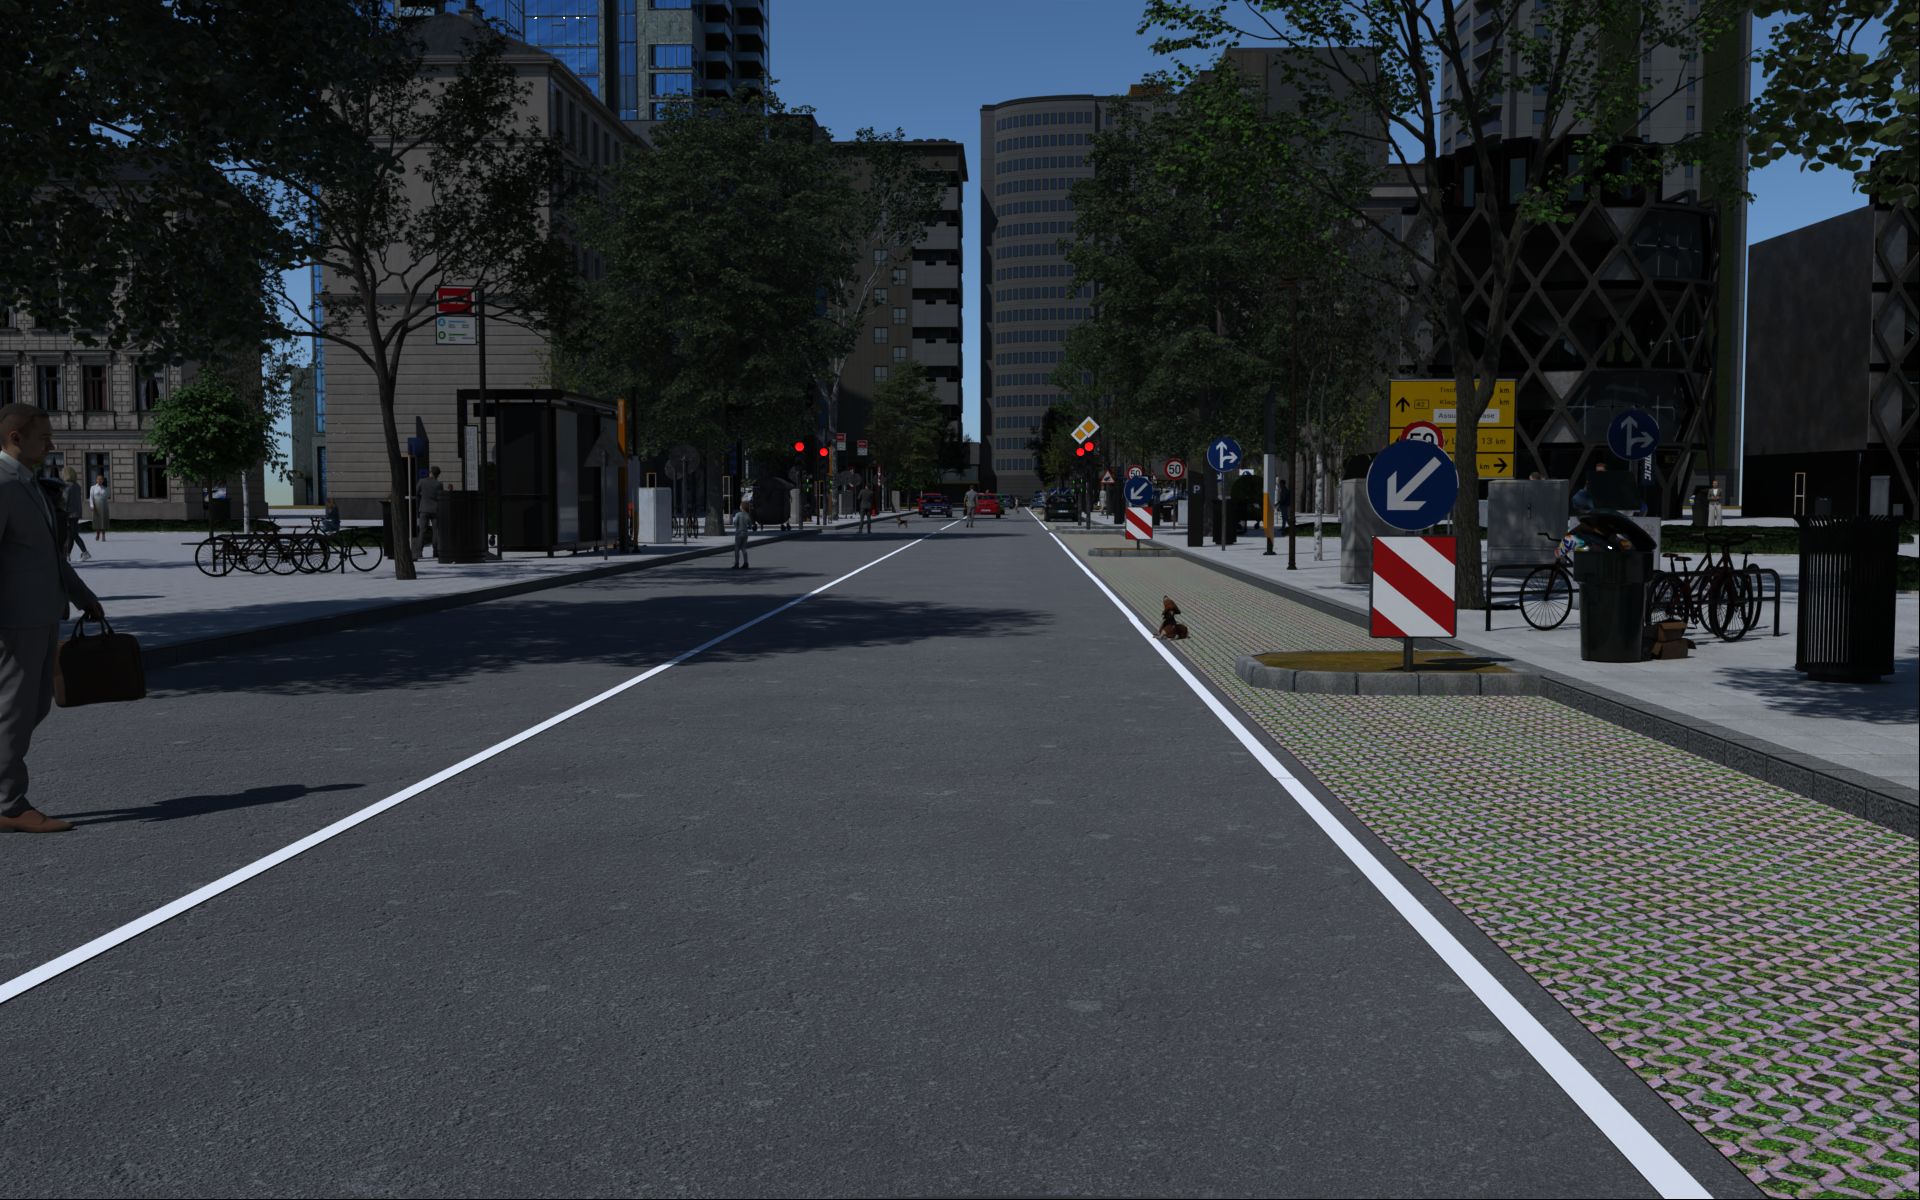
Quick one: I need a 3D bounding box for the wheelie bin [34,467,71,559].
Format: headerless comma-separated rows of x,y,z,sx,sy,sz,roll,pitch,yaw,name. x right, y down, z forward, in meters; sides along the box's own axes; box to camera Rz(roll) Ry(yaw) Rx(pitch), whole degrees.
-10.966,-0.776,20.591,0.693,1.594,0.980,-3,4,-38,wheelie bin

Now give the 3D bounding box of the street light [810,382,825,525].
-5.888,-6.054,71.777,0.468,5.910,1.993,0,4,2,street light

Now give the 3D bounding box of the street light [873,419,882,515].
-4.980,-8.030,104.073,0.468,5.910,1.993,0,4,2,street light

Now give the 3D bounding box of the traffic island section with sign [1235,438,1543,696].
3.154,-0.278,13.173,1.989,1.847,2.006,0,4,2,traffic island section with sign

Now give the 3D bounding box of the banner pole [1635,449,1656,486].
23.071,-4.188,58.487,0.863,3.779,0.401,3,5,42,banner pole

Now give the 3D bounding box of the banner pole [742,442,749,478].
-9.413,-5.259,76.003,0.401,3.779,0.863,-2,4,-32,banner pole

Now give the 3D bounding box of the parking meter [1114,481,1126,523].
7.224,-4.409,77.798,0.399,1.863,0.255,-1,4,-13,parking meter

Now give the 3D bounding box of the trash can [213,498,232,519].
-26.718,-3.120,62.665,0.748,1.137,0.748,0,3,0,trash can

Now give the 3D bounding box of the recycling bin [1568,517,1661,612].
7.217,-0.401,19.119,0.722,1.027,0.722,-1,4,-10,recycling bin

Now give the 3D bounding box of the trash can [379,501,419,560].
-11.042,-1.373,34.106,0.748,1.137,0.748,0,3,0,trash can

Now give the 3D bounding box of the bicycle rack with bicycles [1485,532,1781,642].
6.359,-0.152,15.861,2.925,0.926,2.852,-2,4,-29,bicycle rack with bicycles

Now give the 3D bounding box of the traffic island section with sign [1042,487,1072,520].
5.685,-5.343,95.993,1.989,1.847,2.006,0,4,2,traffic island section with sign

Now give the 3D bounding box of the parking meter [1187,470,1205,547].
5.748,-2.227,42.119,0.399,1.863,0.255,0,4,0,parking meter

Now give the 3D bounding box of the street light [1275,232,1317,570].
5.629,-3.450,29.193,0.468,5.910,1.993,0,4,2,street light

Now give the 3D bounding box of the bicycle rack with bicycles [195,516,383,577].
-10.922,-0.905,28.176,2.925,0.926,2.852,-2,4,-27,bicycle rack with bicycles

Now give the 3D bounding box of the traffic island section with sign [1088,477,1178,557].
3.979,-1.926,40.116,1.989,1.847,2.006,0,4,2,traffic island section with sign

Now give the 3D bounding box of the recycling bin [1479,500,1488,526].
22.267,-3.724,73.443,0.722,1.027,0.722,2,4,27,recycling bin

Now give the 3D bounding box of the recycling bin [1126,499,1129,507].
11.211,-6.513,119.035,0.722,1.027,0.722,3,5,42,recycling bin

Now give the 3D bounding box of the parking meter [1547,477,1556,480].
20.577,-3.349,60.471,0.399,1.863,0.255,0,4,-5,parking meter

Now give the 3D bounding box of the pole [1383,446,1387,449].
18.041,-4.875,73.553,0.158,3.312,0.155,0,3,0,pole

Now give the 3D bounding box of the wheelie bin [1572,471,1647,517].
8.810,-0.960,23.601,0.980,1.594,0.693,0,4,0,wheelie bin

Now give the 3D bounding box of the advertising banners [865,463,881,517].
-4.949,-6.296,99.121,0.090,3.025,2.074,-2,4,-28,advertising banners

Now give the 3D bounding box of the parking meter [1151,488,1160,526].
7.906,-3.770,70.055,0.372,1.533,0.369,0,3,0,parking meter

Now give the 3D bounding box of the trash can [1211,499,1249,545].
6.715,-1.974,43.931,0.748,1.137,0.748,0,3,0,trash can

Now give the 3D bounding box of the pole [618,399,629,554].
-7.261,-2.661,37.355,0.158,3.312,0.155,0,3,0,pole

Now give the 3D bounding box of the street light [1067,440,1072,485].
9.127,-10.525,144.865,0.468,5.910,1.993,0,4,2,street light

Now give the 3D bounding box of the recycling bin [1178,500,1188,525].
9.447,-3.585,71.171,0.722,1.027,0.722,3,5,45,recycling bin

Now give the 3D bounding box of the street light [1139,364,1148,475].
6.539,-5.440,61.738,0.468,5.910,1.993,0,4,2,street light

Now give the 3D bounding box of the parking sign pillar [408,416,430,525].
-18.518,-4.333,59.310,1.447,3.967,1.447,-2,4,-29,parking sign pillar

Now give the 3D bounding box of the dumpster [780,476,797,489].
-9.624,-5.585,93.806,1.502,2.255,1.985,0,4,2,dumpster

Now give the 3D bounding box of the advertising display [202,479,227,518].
-32.036,-4.237,74.481,0.974,1.923,0.123,-1,4,-17,advertising display

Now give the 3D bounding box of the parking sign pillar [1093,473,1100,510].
10.425,-9.153,138.123,1.447,3.967,1.447,-1,4,-8,parking sign pillar

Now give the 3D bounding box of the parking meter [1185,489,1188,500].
10.259,-4.231,77.592,0.372,1.533,0.369,0,3,0,parking meter

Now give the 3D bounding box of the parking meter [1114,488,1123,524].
6.754,-3.996,73.744,0.372,1.533,0.369,0,3,0,parking meter

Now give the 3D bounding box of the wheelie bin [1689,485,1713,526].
26.643,-3.307,61.975,0.980,1.594,0.693,0,4,-6,wheelie bin

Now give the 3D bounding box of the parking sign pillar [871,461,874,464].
-7.111,-9.217,139.176,1.447,3.967,1.447,-1,4,-8,parking sign pillar

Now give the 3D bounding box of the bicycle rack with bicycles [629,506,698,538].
-8.876,-2.277,50.603,2.852,0.926,2.925,-1,4,-13,bicycle rack with bicycles

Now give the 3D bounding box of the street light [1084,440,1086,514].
8.178,-8.551,112.592,0.468,5.910,1.993,0,4,2,street light

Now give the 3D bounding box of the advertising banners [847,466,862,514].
-6.088,-6.896,108.944,2.074,3.025,0.090,-1,4,-13,advertising banners

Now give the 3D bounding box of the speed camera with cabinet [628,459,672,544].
-8.369,-3.118,45.311,2.038,3.252,0.660,3,5,44,speed camera with cabinet

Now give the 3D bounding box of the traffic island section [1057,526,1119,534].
4.651,-2.457,62.461,2.009,0.180,2.903,0,4,2,traffic island section

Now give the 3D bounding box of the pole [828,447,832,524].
-5.630,-4.962,74.965,0.158,3.312,0.155,0,3,0,pole

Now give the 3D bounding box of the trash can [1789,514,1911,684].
6.097,-0.016,11.911,0.748,1.137,0.748,0,3,0,trash can

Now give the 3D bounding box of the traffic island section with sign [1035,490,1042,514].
6.502,-6.994,122.987,1.989,1.847,2.006,0,4,2,traffic island section with sign

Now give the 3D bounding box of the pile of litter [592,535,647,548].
-8.428,-1.723,42.138,1.719,0.858,1.176,-1,4,-20,pile of litter

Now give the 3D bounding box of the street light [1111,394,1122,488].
7.205,-6.563,80.087,0.468,5.910,1.993,0,4,2,street light

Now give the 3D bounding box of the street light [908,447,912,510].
-3.980,-10.007,136.394,0.468,5.910,1.993,0,4,2,street light

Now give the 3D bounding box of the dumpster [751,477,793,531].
-6.562,-3.333,60.254,1.264,1.857,1.865,0,4,2,dumpster

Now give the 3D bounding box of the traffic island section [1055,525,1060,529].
4.895,-2.946,70.442,2.009,0.180,2.903,0,4,2,traffic island section

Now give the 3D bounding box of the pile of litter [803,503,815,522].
-7.370,-4.071,80.526,1.176,0.858,1.719,0,4,6,pile of litter

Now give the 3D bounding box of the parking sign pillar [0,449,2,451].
-39.889,-5.111,72.030,1.447,3.967,1.447,1,4,8,parking sign pillar

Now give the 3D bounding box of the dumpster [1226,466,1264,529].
10.335,-3.646,62.104,1.502,2.255,1.985,0,4,2,dumpster

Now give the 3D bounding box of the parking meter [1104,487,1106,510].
11.563,-8.042,137.190,0.399,1.863,0.255,2,4,23,parking meter

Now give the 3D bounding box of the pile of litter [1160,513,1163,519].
10.069,-4.559,88.511,1.719,0.858,1.176,-1,4,-16,pile of litter
